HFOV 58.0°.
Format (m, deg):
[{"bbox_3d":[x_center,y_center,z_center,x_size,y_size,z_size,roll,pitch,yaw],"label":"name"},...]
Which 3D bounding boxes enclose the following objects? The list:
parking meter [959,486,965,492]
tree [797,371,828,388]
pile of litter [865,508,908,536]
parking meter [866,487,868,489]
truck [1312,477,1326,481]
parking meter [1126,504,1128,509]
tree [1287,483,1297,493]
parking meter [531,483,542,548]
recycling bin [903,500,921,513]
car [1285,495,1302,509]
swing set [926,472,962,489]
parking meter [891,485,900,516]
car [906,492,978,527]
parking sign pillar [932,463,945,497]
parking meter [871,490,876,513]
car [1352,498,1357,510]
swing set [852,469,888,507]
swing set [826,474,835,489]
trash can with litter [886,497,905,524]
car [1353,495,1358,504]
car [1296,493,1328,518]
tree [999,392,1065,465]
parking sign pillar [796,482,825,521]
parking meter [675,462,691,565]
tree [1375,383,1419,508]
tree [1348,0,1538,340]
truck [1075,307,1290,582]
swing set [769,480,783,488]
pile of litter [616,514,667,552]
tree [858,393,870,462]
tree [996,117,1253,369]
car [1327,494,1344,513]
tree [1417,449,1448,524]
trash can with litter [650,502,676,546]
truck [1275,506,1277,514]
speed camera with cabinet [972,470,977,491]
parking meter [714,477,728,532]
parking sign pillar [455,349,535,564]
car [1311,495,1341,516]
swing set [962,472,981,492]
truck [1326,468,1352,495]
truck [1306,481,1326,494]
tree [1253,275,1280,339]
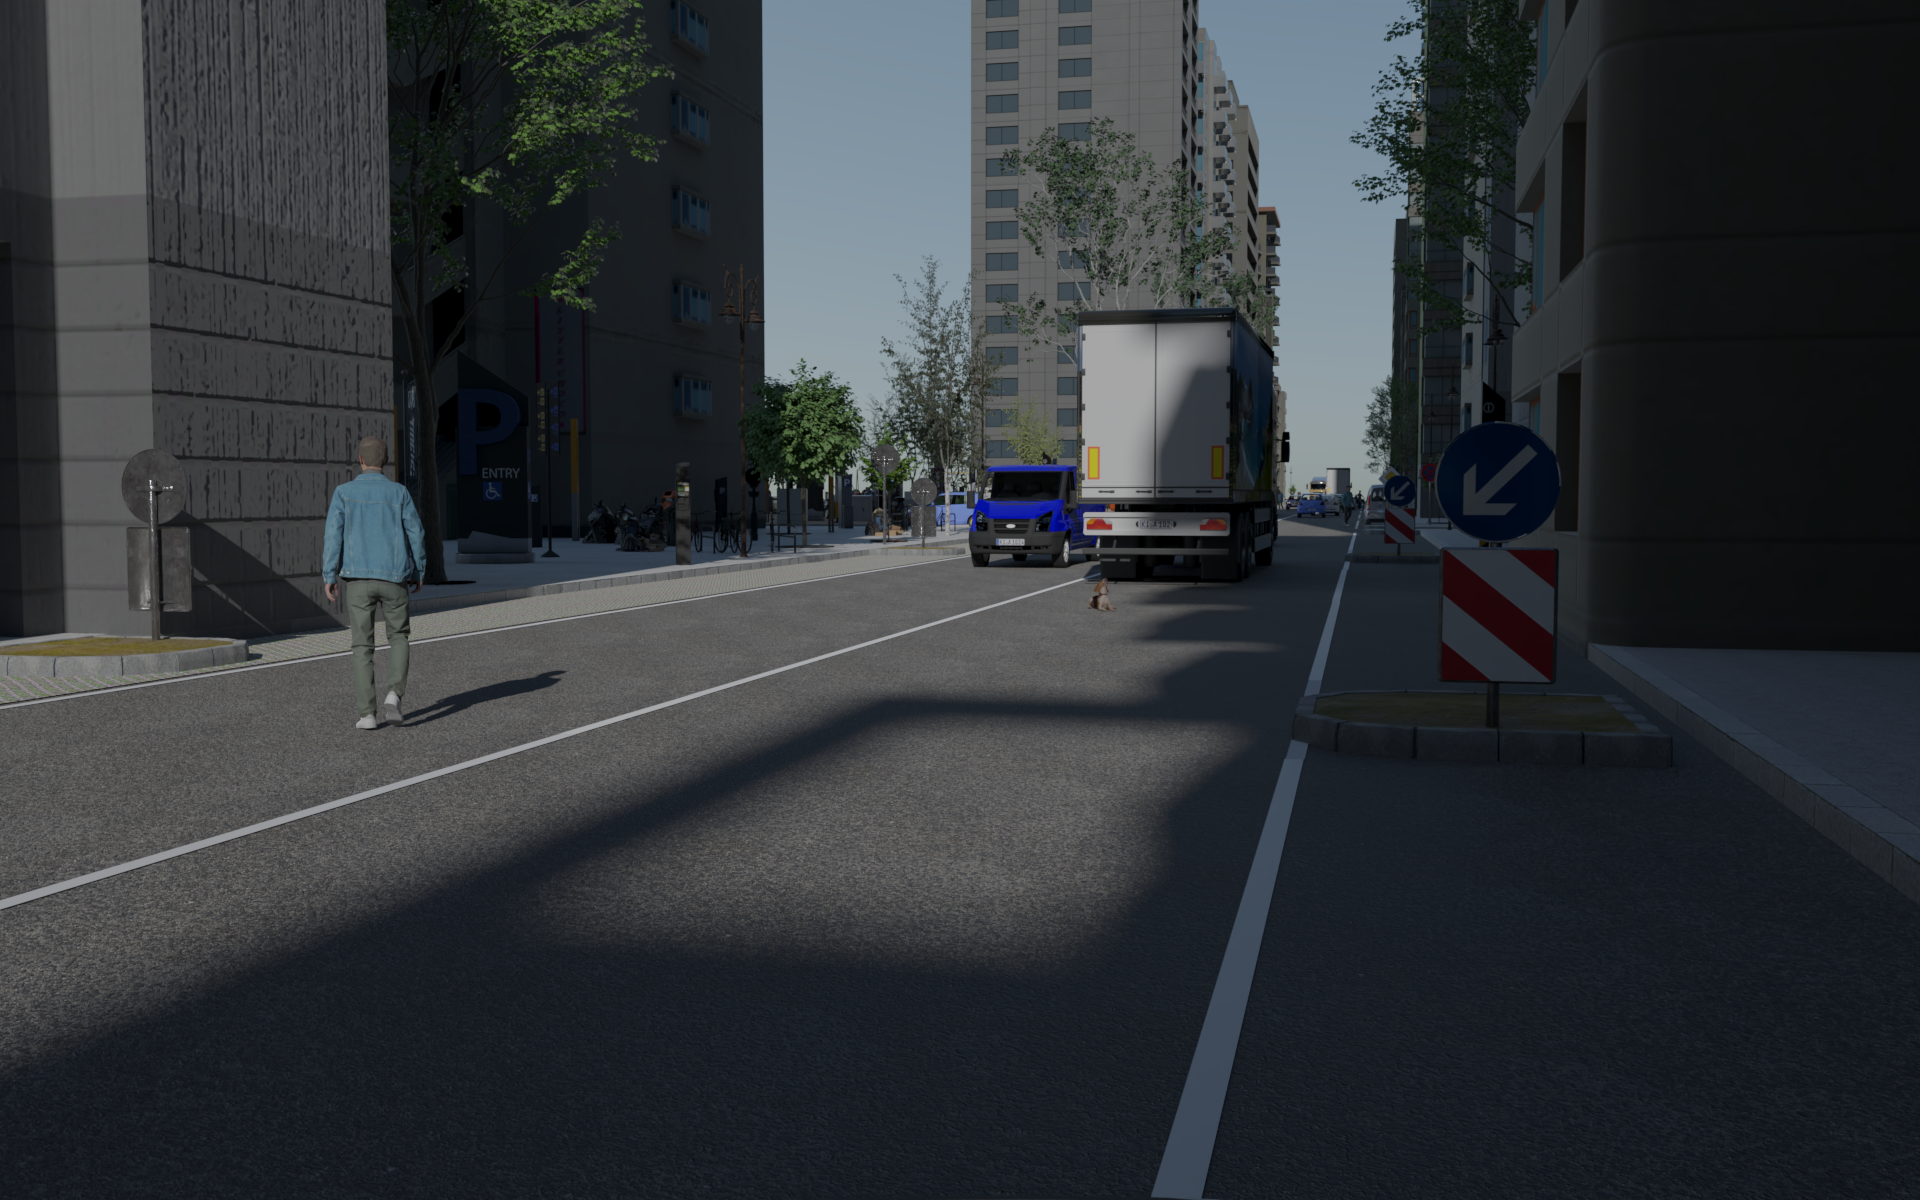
[{"bbox_3d":[0.103,-6.866,117.974,0.399,1.863,0.255,0,4,-4],"label":"parking meter"},{"bbox_3d":[-8.745,-9.340,103.063,4.737,8.622,4.395,0,3,0],"label":"tree"},{"bbox_3d":[-2.257,-2.430,53.688,1.719,0.858,1.176,-3,5,-39],"label":"pile of litter"},{"bbox_3d":[-7.598,-8.414,143.281,0.399,1.863,0.255,-3,5,-41],"label":"parking meter"},{"bbox_3d":[57.516,-17.488,275.681,2.967,4.110,18.799,1,4,13],"label":"truck"},{"bbox_3d":[14.300,-8.687,147.738,0.255,1.863,0.399,1,4,17],"label":"parking meter"},{"bbox_3d":[58.107,-18.826,302.401,1.663,3.219,1.824,0,3,0],"label":"tree"},{"bbox_3d":[-10.207,-2.024,41.505,0.372,1.533,0.369,0,3,0],"label":"parking meter"},{"bbox_3d":[-2.178,-4.061,78.954,0.722,1.027,0.722,0,4,6],"label":"recycling bin"},{"bbox_3d":[31.573,-9.192,162.877,1.945,1.354,3.894,1,4,14],"label":"car"},{"bbox_3d":[-0.839,-7.680,123.181,3.119,2.851,2.862,0,4,-3],"label":"swing set"},{"bbox_3d":[-3.022,-4.610,81.092,0.399,1.863,0.255,1,4,18],"label":"parking meter"},{"bbox_3d":[-0.422,-3.664,69.503,3.694,1.707,1.945,1,4,14],"label":"car"},{"bbox_3d":[-1.633,-8.494,127.348,1.447,3.967,1.447,-2,4,-32],"label":"parking sign pillar"},{"bbox_3d":[-5.998,-6.846,120.348,0.372,1.533,0.369,0,3,0],"label":"parking meter"},{"bbox_3d":[35.060,-8.888,157.681,2.083,1.381,4.827,1,4,14],"label":"car"},{"bbox_3d":[-4.997,-6.876,110.048,3.119,2.851,2.862,0,4,2],"label":"swing set"},{"bbox_3d":[-9.573,-8.502,136.623,2.862,2.851,3.119,2,4,28],"label":"swing set"},{"bbox_3d":[-2.759,-3.856,74.428,0.624,1.170,1.055,-1,4,-20],"label":"trash can with litter"},{"bbox_3d":[58.316,-14.959,257.164,1.945,1.354,3.894,1,4,13],"label":"car"},{"bbox_3d":[21.438,-5.870,105.558,1.945,1.707,3.694,1,4,12],"label":"car"},{"bbox_3d":[4.903,-10.679,124.960,4.737,8.622,4.395,0,3,0],"label":"tree"},{"bbox_3d":[-7.206,-5.782,83.000,1.447,3.967,1.447,2,4,29],"label":"parking sign pillar"},{"bbox_3d":[-5.009,-1.566,31.311,0.255,1.863,0.399,-1,4,-12],"label":"parking meter"},{"bbox_3d":[28.918,-9.837,111.202,4.360,8.622,3.978,0,3,0],"label":"tree"},{"bbox_3d":[9.985,-6.269,28.246,9.928,11.665,9.643,0,3,0],"label":"tree"},{"bbox_3d":[4.324,-2.617,31.705,2.839,4.237,11.283,1,4,14],"label":"truck"},{"bbox_3d":[-10.070,-5.294,84.169,3.119,2.851,2.862,2,4,24],"label":"swing set"},{"bbox_3d":[-7.188,-1.529,38.963,1.176,0.858,1.719,0,4,-4],"label":"pile of litter"},{"bbox_3d":[-5.628,-10.574,123.243,4.360,8.622,3.978,0,3,0],"label":"tree"},{"bbox_3d":[7.758,-14.021,85.133,12.611,20.169,13.585,0,3,0],"label":"tree"},{"bbox_3d":[29.230,-7.542,135.116,2.131,1.459,4.920,1,4,13],"label":"car"},{"bbox_3d":[20.650,-4.922,75.077,1.663,3.219,1.824,0,3,0],"label":"tree"},{"bbox_3d":[-7.180,-1.896,42.395,1.055,1.170,0.624,-2,4,-25],"label":"trash can with litter"},{"bbox_3d":[19.728,-7.698,115.618,2.967,4.110,18.799,1,4,12],"label":"truck"},{"bbox_3d":[1.989,-8.868,139.326,2.038,3.252,0.660,0,4,3],"label":"speed camera with cabinet"},{"bbox_3d":[-8.033,-3.210,58.191,0.399,1.863,0.255,-2,4,-25],"label":"parking meter"},{"bbox_3d":[-8.688,-2.678,32.260,1.447,3.967,1.447,0,4,-5],"label":"parking sign pillar"},{"bbox_3d":[24.249,-6.279,115.018,2.083,1.381,4.827,1,4,12],"label":"car"},{"bbox_3d":[2.386,-7.398,118.583,3.119,2.851,2.862,2,4,32],"label":"swing set"},{"bbox_3d":[41.495,-12.287,189.808,2.839,4.237,11.283,1,4,13],"label":"truck"},{"bbox_3d":[53.567,-16.037,258.120,3.469,3.379,9.791,1,4,15],"label":"truck"},{"bbox_3d":[17.731,-17.115,135.716,12.611,20.169,13.585,0,3,0],"label":"tree"}]
